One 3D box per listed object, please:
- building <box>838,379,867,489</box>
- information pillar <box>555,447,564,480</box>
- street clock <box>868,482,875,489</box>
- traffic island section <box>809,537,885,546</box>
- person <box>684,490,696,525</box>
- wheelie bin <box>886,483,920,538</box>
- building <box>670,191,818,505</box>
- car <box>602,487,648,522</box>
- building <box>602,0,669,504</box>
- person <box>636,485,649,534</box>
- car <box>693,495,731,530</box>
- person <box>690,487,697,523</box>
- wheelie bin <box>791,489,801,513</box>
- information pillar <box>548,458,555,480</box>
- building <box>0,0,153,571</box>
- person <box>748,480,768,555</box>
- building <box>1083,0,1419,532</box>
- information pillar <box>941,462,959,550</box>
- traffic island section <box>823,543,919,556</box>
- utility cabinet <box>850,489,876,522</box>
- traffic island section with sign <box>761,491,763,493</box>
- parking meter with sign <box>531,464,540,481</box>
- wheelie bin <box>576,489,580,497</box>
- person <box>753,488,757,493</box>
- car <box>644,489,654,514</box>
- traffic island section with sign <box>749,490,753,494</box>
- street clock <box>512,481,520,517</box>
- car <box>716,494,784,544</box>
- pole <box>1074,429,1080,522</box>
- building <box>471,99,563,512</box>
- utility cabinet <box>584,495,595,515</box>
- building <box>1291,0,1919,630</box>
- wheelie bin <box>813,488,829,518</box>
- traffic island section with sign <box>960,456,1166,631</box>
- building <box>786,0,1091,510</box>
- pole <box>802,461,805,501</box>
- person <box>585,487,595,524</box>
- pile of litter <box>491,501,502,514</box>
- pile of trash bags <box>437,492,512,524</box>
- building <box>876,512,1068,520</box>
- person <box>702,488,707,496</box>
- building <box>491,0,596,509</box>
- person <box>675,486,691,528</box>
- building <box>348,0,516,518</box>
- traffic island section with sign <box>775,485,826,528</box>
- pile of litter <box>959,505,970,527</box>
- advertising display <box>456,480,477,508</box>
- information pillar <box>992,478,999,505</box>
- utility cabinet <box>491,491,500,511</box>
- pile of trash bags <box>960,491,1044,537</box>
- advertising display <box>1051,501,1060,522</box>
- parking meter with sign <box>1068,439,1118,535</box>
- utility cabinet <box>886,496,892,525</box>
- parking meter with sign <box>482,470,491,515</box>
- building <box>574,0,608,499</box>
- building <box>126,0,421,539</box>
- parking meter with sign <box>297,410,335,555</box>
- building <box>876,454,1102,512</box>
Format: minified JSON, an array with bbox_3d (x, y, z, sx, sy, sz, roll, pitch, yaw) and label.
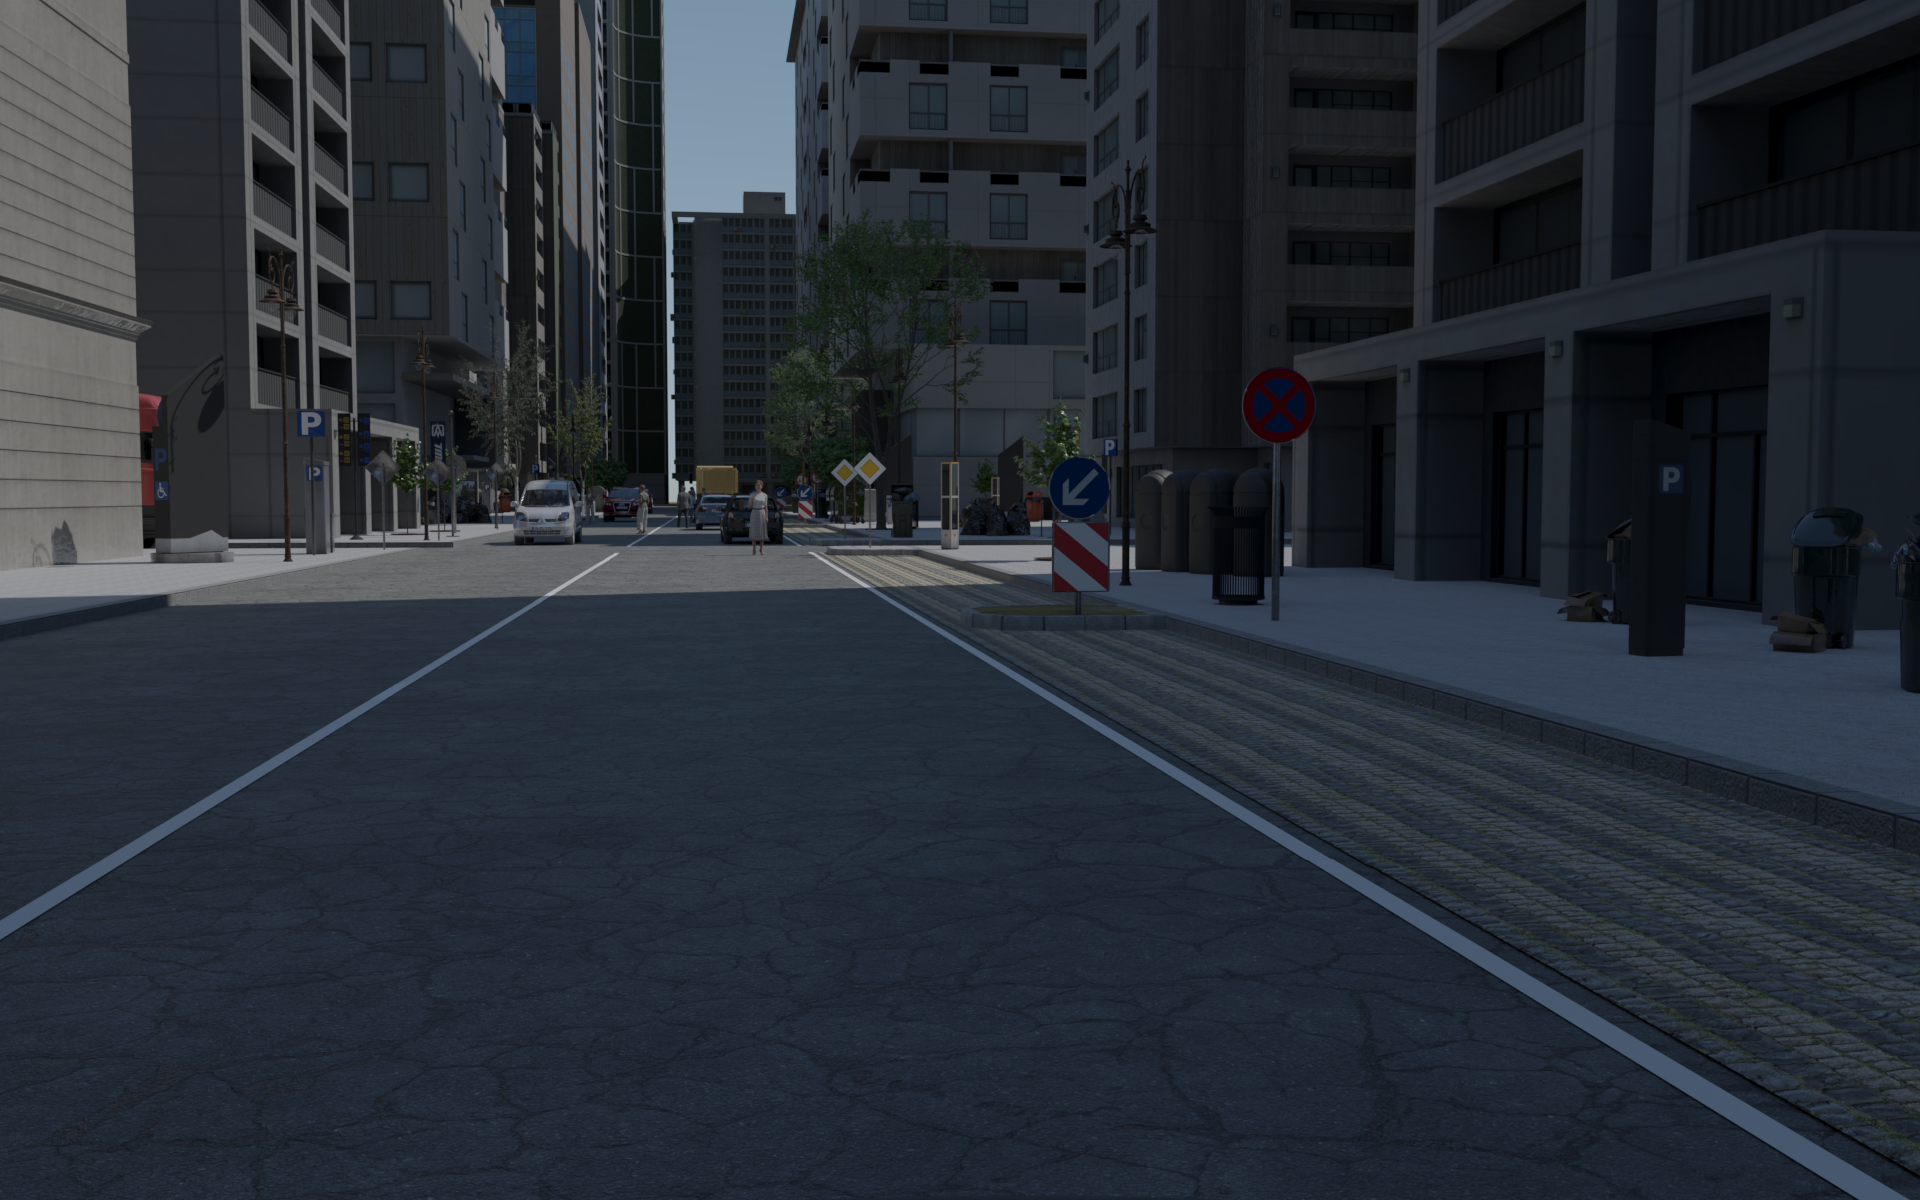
[{"bbox_3d":[-2.762,-22.282,136.012,14.160,30.474,14.107,0,4,-8],"label":"building"},{"bbox_3d":[-19.778,-5.789,86.000,0.183,3.616,0.504,0,4,6],"label":"information pillar"},{"bbox_3d":[-4.329,-4.895,84.608,0.358,2.002,0.471,1,4,11],"label":"street clock"},{"bbox_3d":[-3.252,-1.653,49.305,2.009,0.180,2.903,0,4,-8],"label":"traffic island section"},{"bbox_3d":[-12.562,-4.298,80.584,0.589,1.601,0.330,-3,4,-36],"label":"person"},{"bbox_3d":[-1.671,-2.636,51.013,0.980,1.594,0.693,0,4,-5],"label":"wheelie bin"},{"bbox_3d":[-25.381,-32.628,225.353,23.993,40.220,32.217,0,4,-8],"label":"building"},{"bbox_3d":[-17.518,-5.022,90.782,2.281,1.827,5.304,0,4,-6],"label":"car"},{"bbox_3d":[-47.317,-47.580,216.188,20.611,71.187,20.563,0,4,-8],"label":"building"},{"bbox_3d":[-11.487,-3.272,62.549,0.362,1.759,0.519,2,4,31],"label":"person"},{"bbox_3d":[-9.807,-3.552,70.083,2.014,1.417,4.499,0,4,-8],"label":"car"},{"bbox_3d":[-13.162,-4.705,85.613,0.473,1.802,0.592,2,4,24],"label":"person"},{"bbox_3d":[-10.920,-6.618,116.108,0.693,1.594,0.980,1,4,17],"label":"wheelie bin"},{"bbox_3d":[-26.611,-7.443,113.055,0.504,3.616,0.183,0,4,8],"label":"information pillar"},{"bbox_3d":[-37.086,-15.160,24.284,44.131,29.872,17.030,0,4,-8],"label":"building"},{"bbox_3d":[-4.733,-1.933,40.680,0.480,1.755,0.524,-1,4,-22],"label":"person"},{"bbox_3d":[12.758,-17.795,62.655,14.107,30.474,14.160,0,4,-8],"label":"building"},{"bbox_3d":[-0.234,-2.172,40.007,0.304,2.012,0.304,3,4,39],"label":"information pillar"},{"bbox_3d":[-2.130,-1.169,41.399,2.009,0.180,2.903,0,4,-8],"label":"traffic island section"},{"bbox_3d":[-4.429,-4.302,79.014,1.173,1.500,0.318,-1,4,-15],"label":"utility cabinet"},{"bbox_3d":[-10.601,-5.655,101.079,1.989,1.847,2.006,0,4,-8],"label":"traffic island section with sign"},{"bbox_3d":[-24.562,-6.466,101.975,0.543,3.016,1.738,1,4,17],"label":"parking meter with sign"},{"bbox_3d":[-25.350,-6.454,113.426,0.980,1.594,0.693,0,4,-5],"label":"wheelie bin"},{"bbox_3d":[-9.641,-4.452,82.122,0.563,1.720,0.643,2,4,32],"label":"person"},{"bbox_3d":[-23.940,-7.361,129.020,2.281,1.827,5.304,-1,4,-9],"label":"car"},{"bbox_3d":[-21.366,-10.300,177.034,1.989,1.847,2.006,0,4,-8],"label":"traffic island section with sign"},{"bbox_3d":[-24.049,-5.465,93.917,0.358,2.002,0.471,-3,5,-42],"label":"street clock"},{"bbox_3d":[-6.156,-2.520,50.989,2.009,1.686,4.222,-1,4,-10],"label":"car"},{"bbox_3d":[3.543,-3.588,52.500,0.158,3.312,0.155,0,3,0],"label":"pole"},{"bbox_3d":[-37.153,-21.757,127.430,14.160,30.474,14.107,0,4,-8],"label":"building"},{"bbox_3d":[-23.116,-5.926,108.055,0.306,1.237,1.020,1,4,14],"label":"utility cabinet"},{"bbox_3d":[17.456,-35.578,19.959,20.563,71.187,20.611,0,4,-8],"label":"building"},{"bbox_3d":[-7.390,-5.167,92.388,0.693,1.594,0.980,-3,5,-42],"label":"wheelie bin"},{"bbox_3d":[1.048,-0.633,18.973,1.989,1.847,2.006,0,4,-8],"label":"traffic island section with sign"},{"bbox_3d":[-3.399,-36.396,184.306,28.713,52.752,27.495,0,4,-8],"label":"building"},{"bbox_3d":[-9.779,-6.992,108.161,0.158,3.312,0.155,0,3,0],"label":"pole"},{"bbox_3d":[-17.805,-4.541,83.287,0.519,1.759,0.362,1,4,8],"label":"person"},{"bbox_3d":[-30.939,-6.166,114.775,1.176,0.858,1.719,3,5,43],"label":"pile of litter"},{"bbox_3d":[-21.428,-4.097,76.742,3.447,1.369,1.912,-3,5,-44],"label":"pile of trash bags"},{"bbox_3d":[6.732,-31.171,98.886,28.713,52.752,27.495,0,4,-8],"label":"building"},{"bbox_3d":[-15.680,-5.968,106.192,0.853,1.813,0.709,-3,4,-39],"label":"person"},{"bbox_3d":[-40.469,-30.916,155.583,14.600,45.320,14.200,0,4,-8],"label":"building"},{"bbox_3d":[-11.725,-3.934,73.218,0.661,1.777,0.834,-3,4,-38],"label":"person"},{"bbox_3d":[-38.784,-30.647,90.318,28.713,52.752,27.495,0,4,-8],"label":"building"},{"bbox_3d":[-6.746,-3.990,73.871,1.989,1.847,2.006,0,4,-8],"label":"traffic island section with sign"},{"bbox_3d":[0.102,-3.257,67.222,1.176,0.858,1.719,-1,4,-16],"label":"pile of litter"},{"bbox_3d":[-22.825,-4.575,80.009,0.974,1.923,0.123,0,4,4],"label":"advertising display"},{"bbox_3d":[1.584,-4.466,77.508,0.304,2.012,0.304,1,4,12],"label":"information pillar"},{"bbox_3d":[-31.572,-6.636,117.178,1.173,1.500,0.318,3,4,37],"label":"utility cabinet"},{"bbox_3d":[1.501,-2.659,53.225,1.912,1.369,3.447,-2,4,-33],"label":"pile of trash bags"},{"bbox_3d":[4.455,-4.575,80.019,0.123,1.923,0.974,-1,4,-19],"label":"advertising display"},{"bbox_3d":[4.127,-3.544,54.201,1.738,3.016,0.543,-3,5,-41],"label":"parking meter with sign"},{"bbox_3d":[-2.939,-3.805,73.368,0.306,1.237,1.020,0,4,-5],"label":"utility cabinet"},{"bbox_3d":[-29.749,-6.885,108.834,0.543,3.016,1.738,-2,4,-26],"label":"parking meter with sign"},{"bbox_3d":[-51.648,-39.078,180.925,28.212,58.520,21.231,0,4,-8],"label":"building"},{"bbox_3d":[-29.581,-37.815,56.520,20.563,71.187,20.611,0,4,-8],"label":"building"},{"bbox_3d":[-13.718,-2.493,37.016,0.543,3.016,1.738,-1,4,-12],"label":"parking meter with sign"},{"bbox_3d":[0.251,-34.721,156.929,28.713,52.752,27.495,0,4,-8],"label":"building"}]
